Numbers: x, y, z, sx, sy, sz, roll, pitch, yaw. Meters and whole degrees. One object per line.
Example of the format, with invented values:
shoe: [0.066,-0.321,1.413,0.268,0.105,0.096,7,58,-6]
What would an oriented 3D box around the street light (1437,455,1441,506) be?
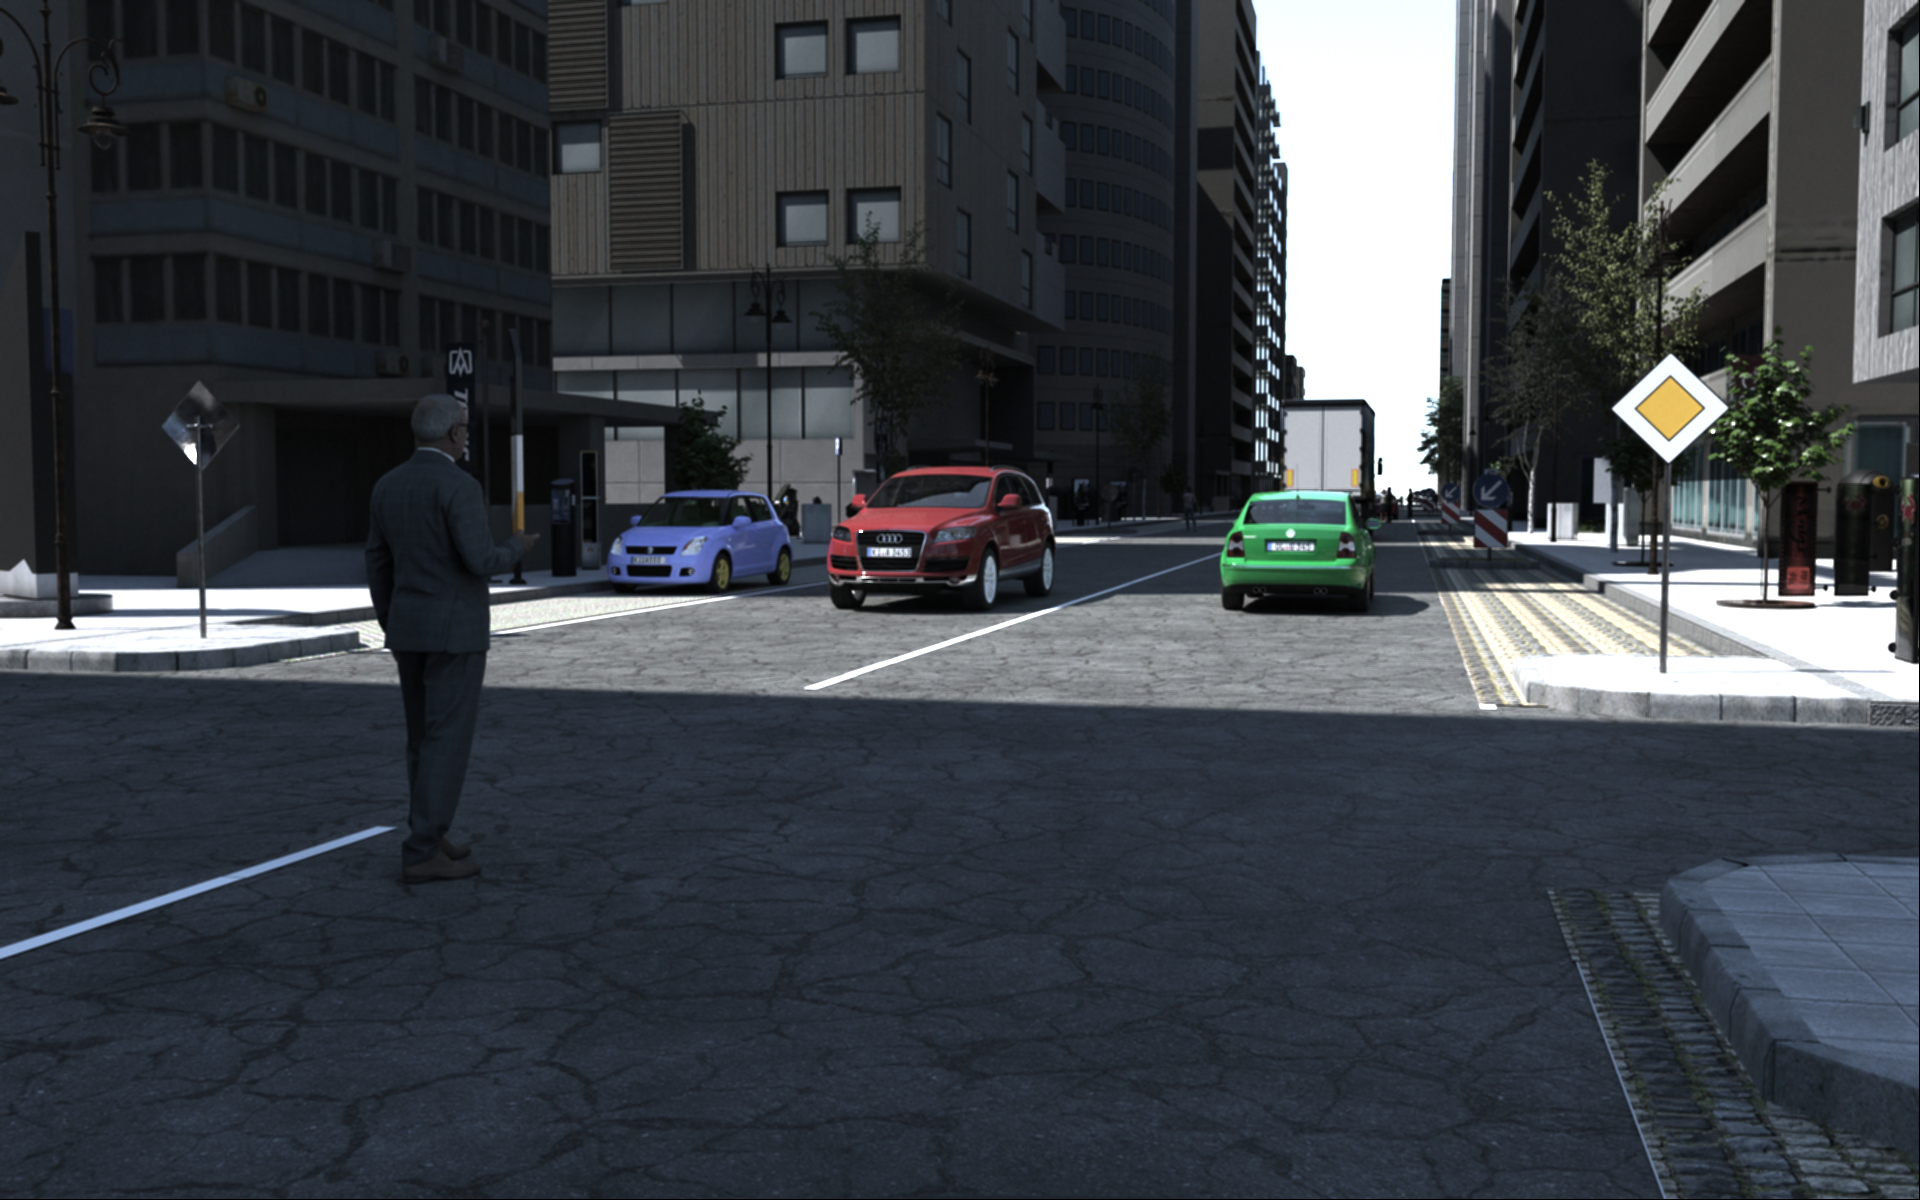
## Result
street light: [50.522,-12.801,182.091,0.468,5.910,1.993,1,4,14]

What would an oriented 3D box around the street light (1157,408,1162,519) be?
street light: [10.414,-7.199,90.490,0.468,5.910,1.993,1,4,14]

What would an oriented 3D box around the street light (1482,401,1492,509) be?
street light: [25.582,-6.817,84.247,0.468,5.910,1.993,1,4,14]

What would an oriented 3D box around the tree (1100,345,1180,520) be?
tree: [9.112,-8.317,86.339,4.737,8.622,4.395,0,3,0]

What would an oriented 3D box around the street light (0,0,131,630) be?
street light: [-8.502,-2.660,16.273,0.468,5.910,1.993,1,4,14]

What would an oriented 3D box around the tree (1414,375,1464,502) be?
tree: [47.438,-15.146,165.769,7.486,12.596,7.792,0,3,0]

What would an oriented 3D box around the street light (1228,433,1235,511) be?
street light: [20.007,-9.495,128.024,0.468,5.910,1.993,1,4,14]

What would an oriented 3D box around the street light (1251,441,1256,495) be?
street light: [24.939,-10.686,147.502,0.468,5.910,1.993,1,4,14]

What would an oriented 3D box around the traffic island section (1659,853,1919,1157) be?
traffic island section: [3.079,1.077,4.674,2.009,0.180,2.903,1,4,14]

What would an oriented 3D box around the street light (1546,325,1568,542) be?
street light: [15.870,-4.486,46.136,0.468,5.910,1.993,1,4,14]

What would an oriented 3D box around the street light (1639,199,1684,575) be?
street light: [11.059,-3.344,27.457,0.468,5.910,1.993,1,4,14]

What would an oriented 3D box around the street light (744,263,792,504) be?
street light: [-3.839,-3.797,34.861,0.468,5.910,1.993,1,4,14]

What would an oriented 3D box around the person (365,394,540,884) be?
person: [-1.914,0.129,6.571,0.661,1.801,0.590,2,4,33]

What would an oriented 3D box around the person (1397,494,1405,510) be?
person: [40.028,-8.887,157.054,1.065,1.426,0.557,0,4,-1]

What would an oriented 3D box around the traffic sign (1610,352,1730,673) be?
traffic sign: [5.031,-0.532,12.340,0.795,2.450,0.064,1,4,14]

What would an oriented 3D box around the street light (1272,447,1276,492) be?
street light: [30.897,-12.109,170.770,0.468,5.910,1.993,1,4,14]

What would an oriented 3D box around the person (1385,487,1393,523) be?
person: [21.588,-4.808,87.208,0.705,1.812,1.348,1,4,11]

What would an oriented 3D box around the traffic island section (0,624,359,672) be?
traffic island section: [-6.756,0.419,15.423,2.009,0.180,2.903,1,4,14]

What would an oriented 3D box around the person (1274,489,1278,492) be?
person: [16.234,-4.861,88.902,0.541,1.710,0.530,-1,4,-21]

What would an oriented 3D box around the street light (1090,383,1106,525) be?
street light: [5.731,-6.075,72.115,0.468,5.910,1.993,1,4,14]

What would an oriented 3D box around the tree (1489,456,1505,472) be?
tree: [27.491,-5.734,88.359,1.663,3.219,1.824,0,3,0]

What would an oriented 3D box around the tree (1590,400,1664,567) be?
tree: [12.362,-2.222,30.929,1.663,3.219,1.824,0,3,0]

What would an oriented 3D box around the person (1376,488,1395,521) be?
person: [22.431,-5.044,91.762,1.217,1.735,0.721,2,4,26]

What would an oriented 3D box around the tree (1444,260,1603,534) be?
tree: [18.500,-6.441,55.679,4.360,8.622,3.978,0,3,0]

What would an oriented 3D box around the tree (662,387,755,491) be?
tree: [-4.765,-2.249,31.375,1.663,3.219,1.824,0,3,0]

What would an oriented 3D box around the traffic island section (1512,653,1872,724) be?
traffic island section: [5.056,0.604,12.411,2.009,0.180,2.903,1,4,14]

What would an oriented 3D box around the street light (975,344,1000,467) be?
street light: [0.850,-4.933,53.444,0.468,5.910,1.993,1,4,14]

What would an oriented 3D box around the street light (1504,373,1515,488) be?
street light: [20.767,-5.670,65.491,0.468,5.910,1.993,1,4,14]

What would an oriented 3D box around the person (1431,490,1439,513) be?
person: [35.807,-7.414,130.638,0.541,1.710,0.530,2,4,33]

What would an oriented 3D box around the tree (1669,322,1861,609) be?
tree: [9.293,-1.528,19.591,1.663,3.219,1.824,0,3,0]

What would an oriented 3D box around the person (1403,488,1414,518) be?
person: [27.170,-5.881,104.666,0.705,1.822,1.348,-1,4,-10]

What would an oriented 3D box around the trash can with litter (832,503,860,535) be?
trash can with litter: [-3.344,-2.473,51.820,1.055,1.170,0.624,2,4,27]

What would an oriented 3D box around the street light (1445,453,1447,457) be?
street light: [44.528,-11.343,158.247,0.468,5.910,1.993,1,4,14]

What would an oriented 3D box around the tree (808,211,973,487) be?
tree: [-1.838,-5.853,46.066,4.737,8.622,4.395,0,3,0]

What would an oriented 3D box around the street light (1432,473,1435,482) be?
street light: [55.510,-13.980,201.367,0.468,5.910,1.993,1,4,14]

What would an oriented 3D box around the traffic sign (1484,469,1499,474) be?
traffic sign: [21.423,-4.142,69.849,0.606,2.300,0.079,2,4,23]

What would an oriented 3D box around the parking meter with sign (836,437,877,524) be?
parking meter with sign: [-2.933,-3.503,53.541,1.738,3.016,0.543,-1,4,-16]

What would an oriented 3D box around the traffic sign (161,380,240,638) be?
traffic sign: [-6.731,-0.716,15.355,0.795,2.450,0.064,1,4,14]

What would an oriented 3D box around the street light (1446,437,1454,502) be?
street light: [39.744,-10.208,139.689,0.468,5.910,1.993,1,4,14]

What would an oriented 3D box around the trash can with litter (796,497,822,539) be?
trash can with litter: [-4.224,-2.354,49.552,1.678,1.210,2.233,0,4,1]

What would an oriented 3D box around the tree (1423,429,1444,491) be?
tree: [48.289,-13.610,172.880,4.360,8.622,3.978,0,3,0]

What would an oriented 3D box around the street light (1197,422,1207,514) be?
street light: [15.259,-8.359,109.457,0.468,5.910,1.993,1,4,14]

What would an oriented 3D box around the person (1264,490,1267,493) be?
person: [22.708,-7.284,128.531,0.756,1.711,0.436,-2,4,-27]

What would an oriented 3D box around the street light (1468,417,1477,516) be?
street light: [30.262,-7.926,102.377,0.468,5.910,1.993,1,4,14]

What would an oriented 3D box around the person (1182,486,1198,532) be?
person: [8.825,-3.496,66.246,0.593,1.750,0.643,0,4,-2]

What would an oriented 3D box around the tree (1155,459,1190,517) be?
tree: [12.138,-6.315,97.846,1.663,3.219,1.824,0,3,0]

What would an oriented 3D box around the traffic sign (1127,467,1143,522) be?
traffic sign: [8.058,-4.891,80.077,0.768,2.556,0.104,2,4,24]

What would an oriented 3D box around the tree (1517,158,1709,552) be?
tree: [14.361,-5.351,37.848,4.737,8.622,4.395,0,3,0]

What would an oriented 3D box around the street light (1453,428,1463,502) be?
street light: [34.919,-9.063,120.968,0.468,5.910,1.993,1,4,14]
